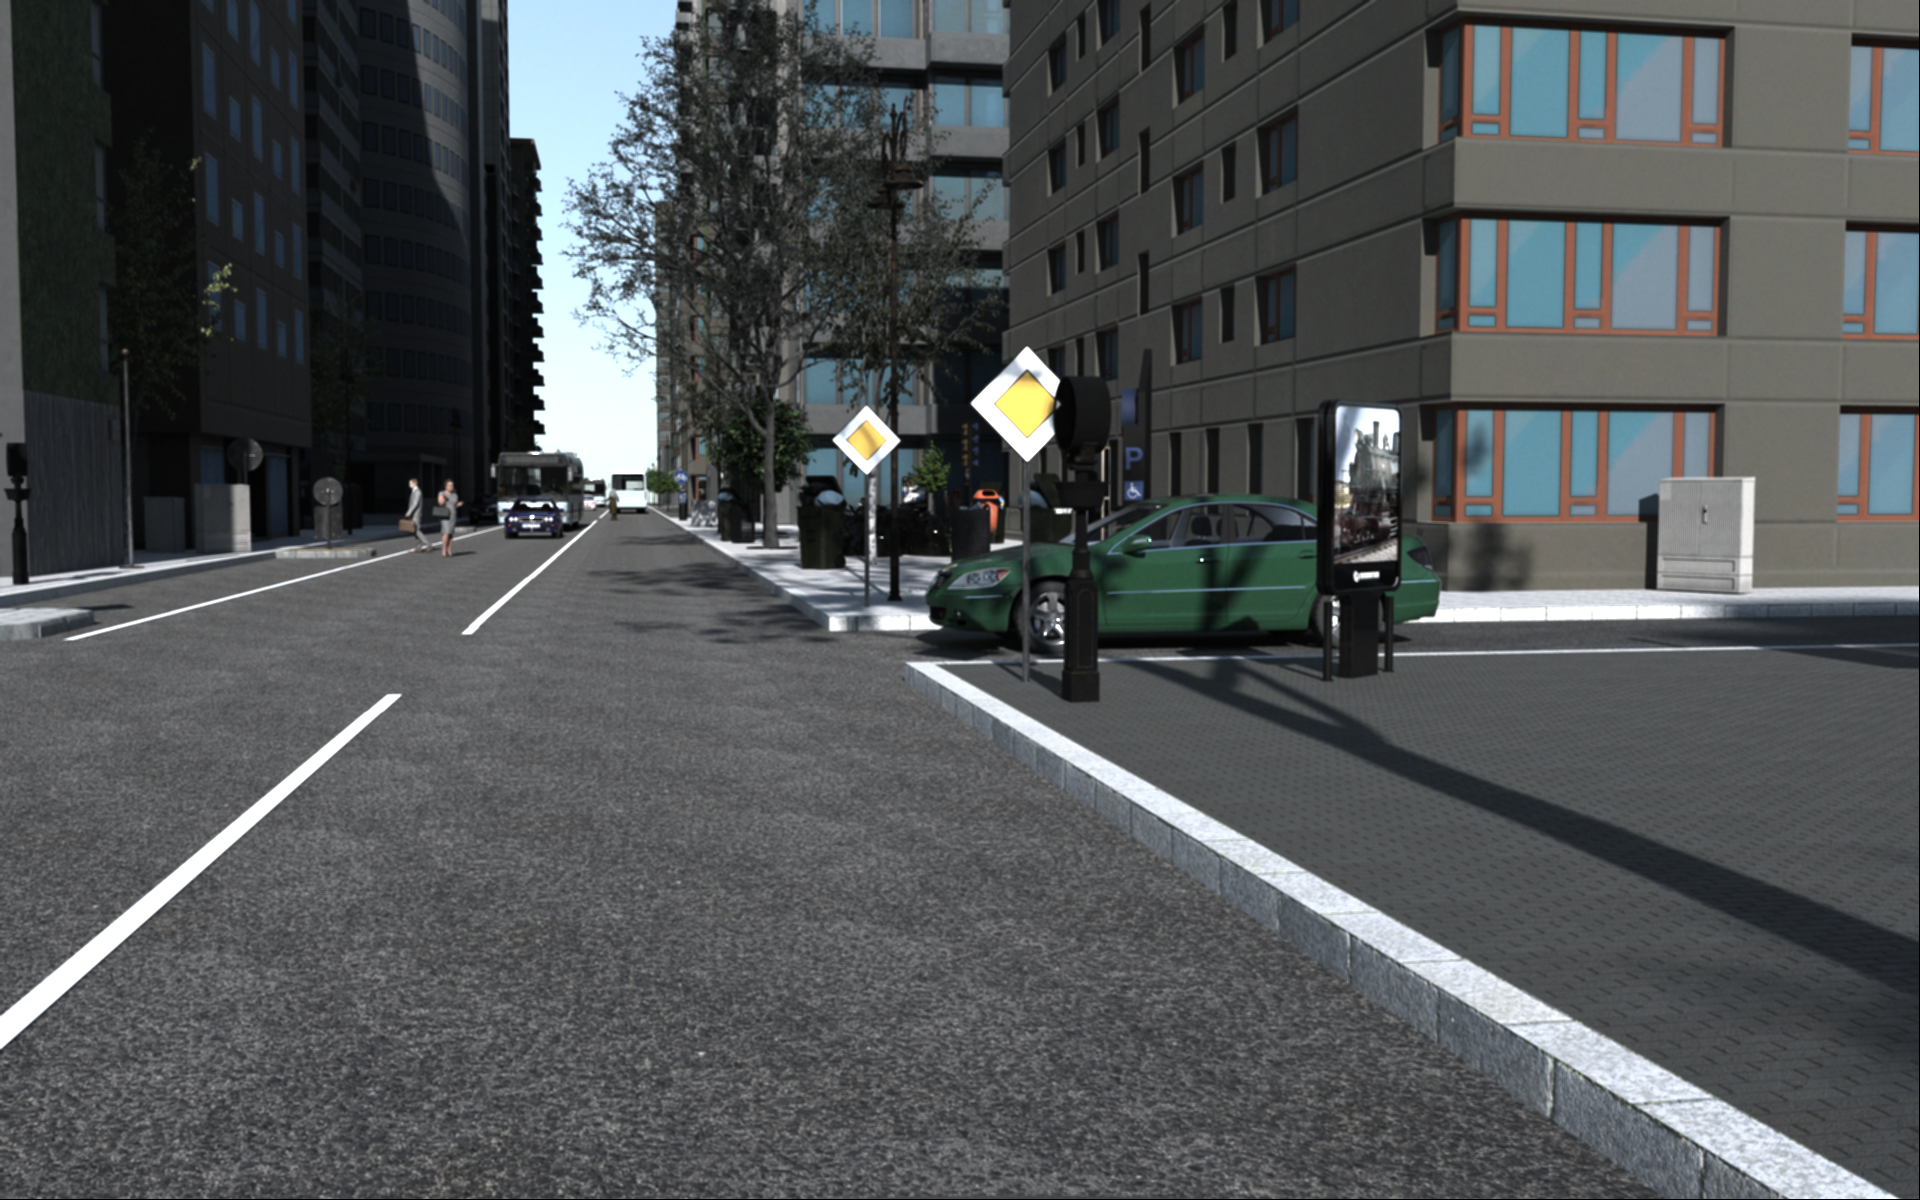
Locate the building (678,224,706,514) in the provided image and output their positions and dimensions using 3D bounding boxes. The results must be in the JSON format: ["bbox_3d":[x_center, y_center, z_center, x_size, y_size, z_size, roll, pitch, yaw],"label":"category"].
[{"bbox_3d":[-6.014,-17.160,125.599,27.650,21.520,28.899,-1,4,-11],"label":"building"}]

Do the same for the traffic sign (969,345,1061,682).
[{"bbox_3d":[0.448,-0.497,11.771,0.795,2.450,0.064,-1,4,-11],"label":"traffic sign"}]

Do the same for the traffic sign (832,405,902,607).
[{"bbox_3d":[-1.058,-0.977,19.613,0.795,2.450,0.064,-1,4,-11],"label":"traffic sign"}]

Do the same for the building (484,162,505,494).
[{"bbox_3d":[-45.807,-22.784,144.225,14.160,30.474,14.107,-1,4,-11],"label":"building"}]

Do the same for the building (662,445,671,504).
[{"bbox_3d":[-26.973,-55.609,221.871,22.319,86.520,31.000,-1,4,-11],"label":"building"}]

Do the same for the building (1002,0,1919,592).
[{"bbox_3d":[17.998,-11.825,38.386,28.899,21.520,27.650,-1,4,-11],"label":"building"}]

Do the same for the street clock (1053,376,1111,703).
[{"bbox_3d":[0.749,-0.375,10.703,0.358,2.002,0.471,-1,4,-14],"label":"street clock"}]

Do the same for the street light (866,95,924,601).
[{"bbox_3d":[-0.785,-2.928,20.653,0.468,5.910,1.993,-1,4,-11],"label":"street light"}]

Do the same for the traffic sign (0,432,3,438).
[{"bbox_3d":[-10.288,-0.870,17.868,0.795,2.450,0.064,-1,4,-11],"label":"traffic sign"}]

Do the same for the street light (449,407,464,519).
[{"bbox_3d":[-26.858,-7.342,92.825,0.468,5.910,1.993,-1,4,-11],"label":"street light"}]

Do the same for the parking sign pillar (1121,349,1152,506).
[{"bbox_3d":[3.237,-2.642,31.663,1.447,3.967,1.447,1,4,11],"label":"parking sign pillar"}]

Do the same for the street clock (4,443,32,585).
[{"bbox_3d":[-13.358,-1.224,24.577,0.358,2.002,0.471,-2,4,-33],"label":"street clock"}]

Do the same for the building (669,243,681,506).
[{"bbox_3d":[-26.491,-26.242,200.752,14.160,30.474,14.107,-1,4,-11],"label":"building"}]

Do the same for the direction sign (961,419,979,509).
[{"bbox_3d":[0.314,-3.724,52.882,0.379,3.537,0.876,-3,4,-37],"label":"direction sign"}]

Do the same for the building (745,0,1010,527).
[{"bbox_3d":[0.744,-28.177,80.300,23.786,49.044,30.456,-1,4,-11],"label":"building"}]

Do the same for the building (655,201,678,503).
[{"bbox_3d":[-35.784,-34.305,244.478,14.154,41.232,14.086,-1,4,-11],"label":"building"}]

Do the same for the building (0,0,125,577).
[{"bbox_3d":[-20.936,-20.728,22.497,14.154,41.232,14.086,-1,4,-11],"label":"building"}]

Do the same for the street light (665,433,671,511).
[{"bbox_3d":[-22.292,-9.747,132.146,0.468,5.910,1.993,-1,4,-11],"label":"street light"}]

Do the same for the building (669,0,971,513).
[{"bbox_3d":[-13.857,-32.673,153.810,23.786,49.044,30.456,-1,4,-11],"label":"building"}]

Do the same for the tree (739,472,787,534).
[{"bbox_3d":[-6.034,-3.745,55.829,1.663,3.219,1.824,0,3,0],"label":"tree"}]

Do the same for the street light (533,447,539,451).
[{"bbox_3d":[-42.458,-12.337,174.498,0.468,5.910,1.993,-1,4,-11],"label":"street light"}]

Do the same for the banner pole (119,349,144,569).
[{"bbox_3d":[-14.441,-2.452,30.107,0.401,3.779,0.863,-1,4,-22],"label":"banner pole"}]

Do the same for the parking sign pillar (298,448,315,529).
[{"bbox_3d":[-24.281,-4.585,63.432,1.447,3.967,1.447,0,4,5],"label":"parking sign pillar"}]

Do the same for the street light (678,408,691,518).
[{"bbox_3d":[-15.306,-7.519,95.718,0.468,5.910,1.993,-1,4,-11],"label":"street light"}]

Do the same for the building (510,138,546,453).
[{"bbox_3d":[-61.360,-33.773,206.807,22.147,44.769,28.867,-1,4,-11],"label":"building"}]

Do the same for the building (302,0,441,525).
[{"bbox_3d":[-39.728,-23.418,74.761,32.217,40.220,23.993,-1,4,-11],"label":"building"}]

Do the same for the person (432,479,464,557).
[{"bbox_3d":[-11.656,-1.867,39.391,0.532,1.782,0.716,3,5,40],"label":"person"}]

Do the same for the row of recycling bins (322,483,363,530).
[{"bbox_3d":[-22.656,-3.446,63.451,1.069,1.692,3.534,-1,4,-8],"label":"row of recycling bins"}]

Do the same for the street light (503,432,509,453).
[{"bbox_3d":[-33.885,-9.586,129.525,0.468,5.910,1.993,-1,4,-11],"label":"street light"}]

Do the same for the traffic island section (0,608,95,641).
[{"bbox_3d":[-10.310,0.266,17.926,2.009,0.180,2.903,-1,4,-11],"label":"traffic island section"}]

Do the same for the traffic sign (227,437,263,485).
[{"bbox_3d":[-16.105,-2.381,39.040,0.768,2.556,0.104,-1,4,-11],"label":"traffic sign"}]

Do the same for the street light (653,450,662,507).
[{"bbox_3d":[-30.859,-12.510,177.327,0.468,5.910,1.993,-1,4,-11],"label":"street light"}]

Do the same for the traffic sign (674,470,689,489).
[{"bbox_3d":[-14.545,-5.522,90.386,0.768,2.556,0.104,-1,4,-10],"label":"traffic sign"}]

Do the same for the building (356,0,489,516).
[{"bbox_3d":[-40.110,-34.251,102.007,21.231,58.520,28.212,-1,4,-11],"label":"building"}]

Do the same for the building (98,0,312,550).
[{"bbox_3d":[-25.449,-24.092,44.013,14.600,45.320,14.200,-1,4,-11],"label":"building"}]

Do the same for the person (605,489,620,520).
[{"bbox_3d":[-19.090,-5.253,95.109,0.721,1.736,1.217,2,4,28],"label":"person"}]

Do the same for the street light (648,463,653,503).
[{"bbox_3d":[-37.819,-14.721,213.472,0.468,5.910,1.993,-1,4,-11],"label":"street light"}]

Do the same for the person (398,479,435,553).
[{"bbox_3d":[-13.297,-2.060,42.305,0.853,1.813,0.709,-1,4,-19],"label":"person"}]

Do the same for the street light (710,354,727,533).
[{"bbox_3d":[-7.903,-5.136,56.768,0.468,5.910,1.993,-1,4,-11],"label":"street light"}]

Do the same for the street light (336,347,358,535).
[{"bbox_3d":[-19.298,-5.005,54.615,0.468,5.910,1.993,-1,4,-11],"label":"street light"}]

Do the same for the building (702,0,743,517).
[{"bbox_3d":[-8.222,-25.635,102.733,14.154,41.232,14.086,-1,4,-11],"label":"building"}]

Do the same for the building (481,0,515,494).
[{"bbox_3d":[-55.781,-45.485,181.926,20.563,71.187,20.611,-1,4,-11],"label":"building"}]
